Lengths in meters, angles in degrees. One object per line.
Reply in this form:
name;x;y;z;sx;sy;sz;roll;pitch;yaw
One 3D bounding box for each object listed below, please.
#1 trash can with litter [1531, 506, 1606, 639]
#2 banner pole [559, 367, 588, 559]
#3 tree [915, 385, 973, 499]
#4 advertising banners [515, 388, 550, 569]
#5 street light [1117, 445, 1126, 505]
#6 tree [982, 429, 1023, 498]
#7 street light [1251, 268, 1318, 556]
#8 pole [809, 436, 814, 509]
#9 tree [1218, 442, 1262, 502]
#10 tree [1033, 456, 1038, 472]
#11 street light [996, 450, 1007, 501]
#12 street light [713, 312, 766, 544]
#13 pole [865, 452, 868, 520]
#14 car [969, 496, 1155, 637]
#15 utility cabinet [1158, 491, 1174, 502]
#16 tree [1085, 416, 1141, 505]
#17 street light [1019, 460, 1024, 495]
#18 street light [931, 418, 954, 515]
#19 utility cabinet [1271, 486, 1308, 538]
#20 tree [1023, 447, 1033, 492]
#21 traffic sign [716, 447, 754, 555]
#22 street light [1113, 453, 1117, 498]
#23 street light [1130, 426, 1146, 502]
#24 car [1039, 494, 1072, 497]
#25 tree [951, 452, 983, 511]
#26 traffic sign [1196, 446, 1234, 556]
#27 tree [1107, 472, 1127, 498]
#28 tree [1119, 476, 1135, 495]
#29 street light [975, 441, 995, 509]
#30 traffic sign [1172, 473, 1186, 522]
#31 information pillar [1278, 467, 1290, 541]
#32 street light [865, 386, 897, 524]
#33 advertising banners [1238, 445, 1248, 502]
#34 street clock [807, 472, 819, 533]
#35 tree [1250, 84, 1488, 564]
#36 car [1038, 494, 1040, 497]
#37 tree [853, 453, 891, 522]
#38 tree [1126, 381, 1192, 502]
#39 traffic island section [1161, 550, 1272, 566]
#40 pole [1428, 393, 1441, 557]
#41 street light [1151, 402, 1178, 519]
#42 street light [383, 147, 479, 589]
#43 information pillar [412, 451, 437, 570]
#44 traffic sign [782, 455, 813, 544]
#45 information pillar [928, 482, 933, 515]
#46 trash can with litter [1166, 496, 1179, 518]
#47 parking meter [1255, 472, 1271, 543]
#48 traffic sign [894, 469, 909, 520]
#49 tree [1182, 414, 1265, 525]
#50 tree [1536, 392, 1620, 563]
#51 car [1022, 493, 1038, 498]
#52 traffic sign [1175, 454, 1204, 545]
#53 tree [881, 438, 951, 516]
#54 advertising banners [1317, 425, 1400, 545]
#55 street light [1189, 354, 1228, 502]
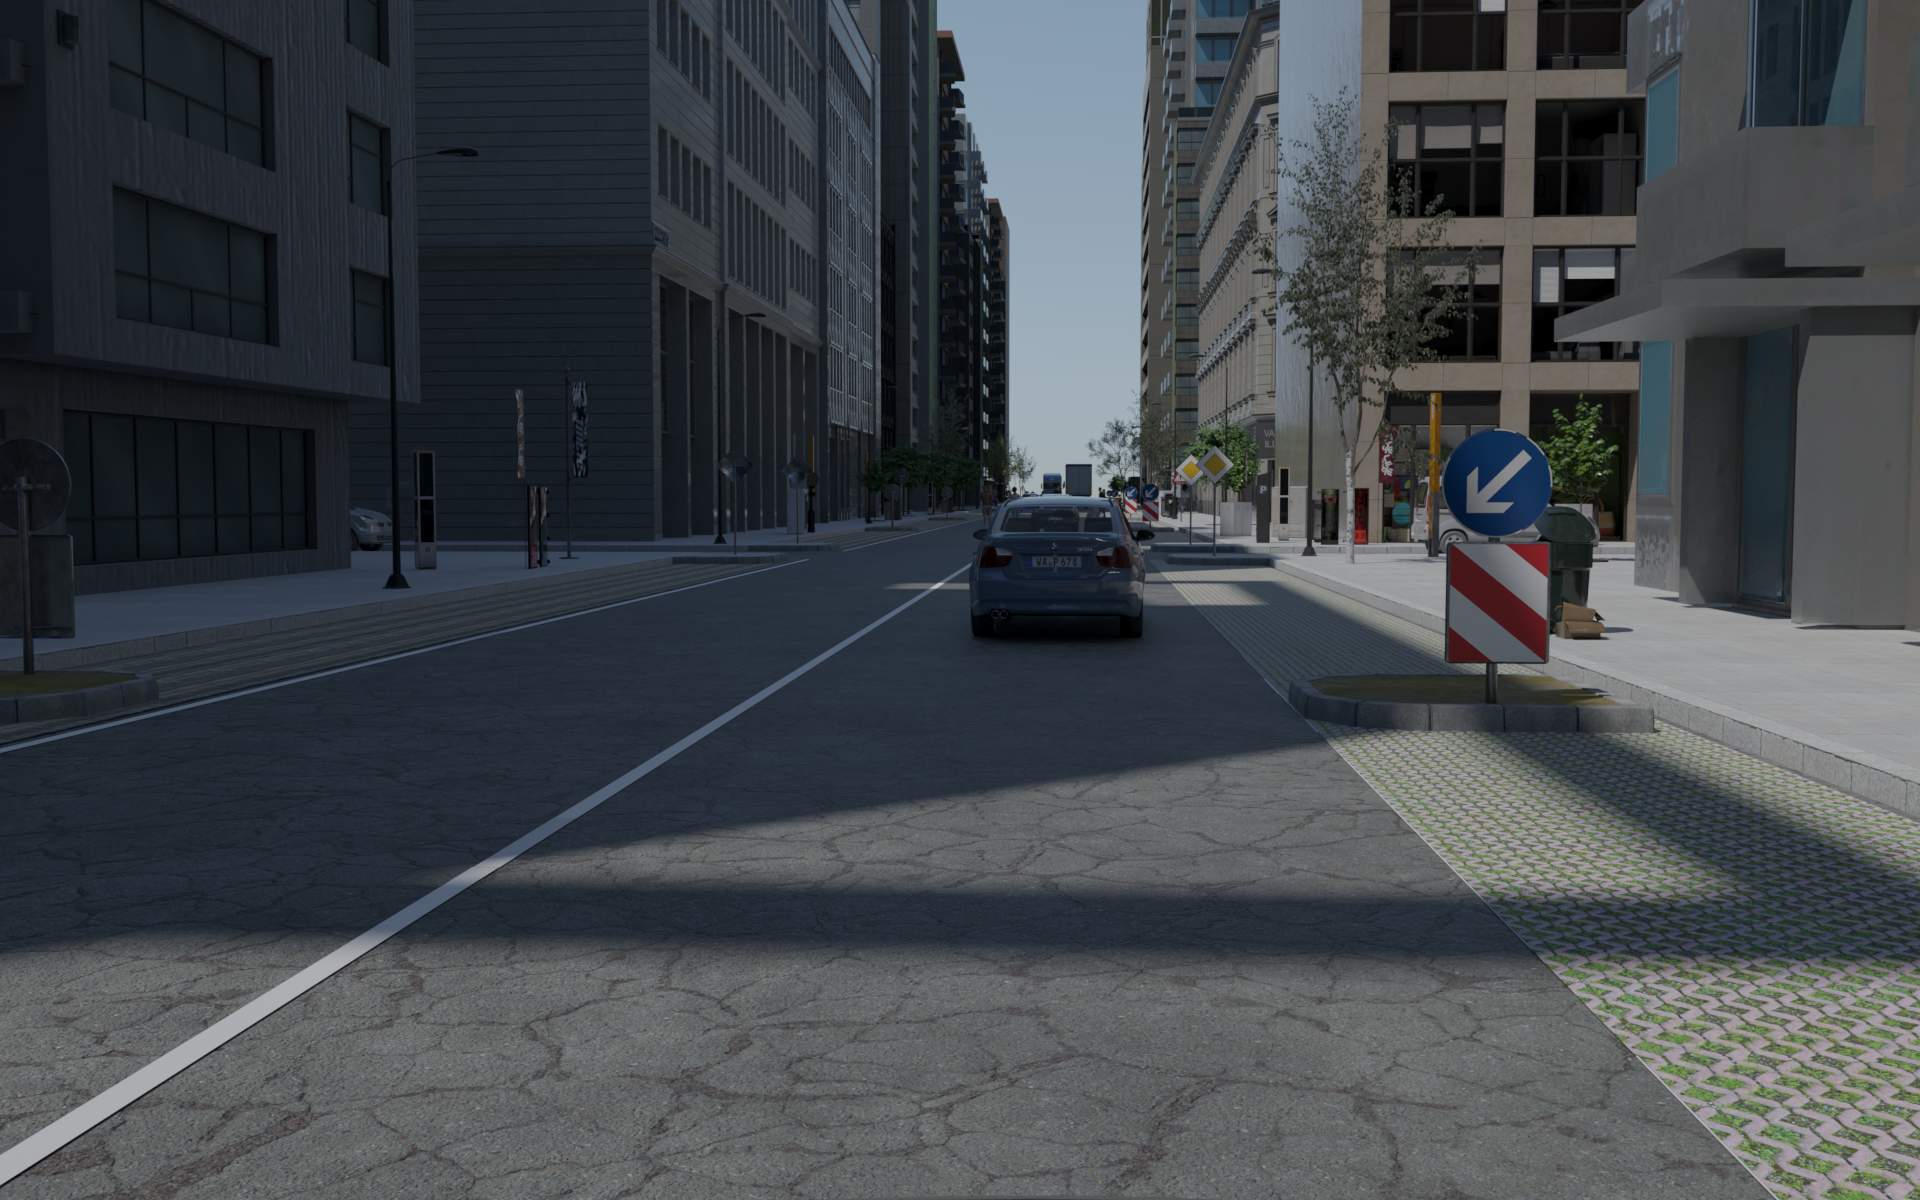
trash can with litter;5.576;-0.262;15.669;0.624;1.170;1.055;0;4;-1
banner pole;-7.573;-2.695;34.080;0.863;3.779;0.401;3;5;40
tree;-1.044;-10.234;117.680;4.360;8.622;3.978;0;3;0
advertising banners;-7.346;-2.052;29.730;0.090;3.025;2.074;0;4;0
street light;15.970;-11.745;164.568;1.470;5.913;1.316;0;4;4
tree;3.973;-14.930;194.465;4.737;8.622;4.395;0;3;0
street light;6.686;-3.863;35.700;1.470;5.913;1.316;0;4;4
pole;-5.230;-4.108;61.009;0.158;3.312;0.155;0;3;0
tree;10.292;-4.297;64.855;1.663;3.219;1.824;0;3;0
tree;9.204;-18.730;256.589;4.737;8.622;4.395;0;3;0
street light;4.202;-12.835;182.388;1.470;5.913;1.316;0;4;4
street light;-5.649;-4.399;44.473;1.470;5.913;1.316;0;4;4
pole;-4.483;-5.489;83.590;0.158;3.312;0.155;0;3;0
car;1.098;-0.407;18.663;2.014;1.417;4.499;0;4;5
utility cabinet;13.924;-6.652;117.440;1.173;1.500;0.318;2;4;28
tree;19.276;-16.582;205.527;8.767;10.594;7.601;-3;5;-40
street light;8.016;-16.075;235.366;1.470;5.913;1.316;0;4;4
street light;-1.169;-8.145;105.713;1.470;5.913;1.316;0;4;4
utility cabinet;9.642;-2.556;50.471;1.173;1.500;0.318;3;5;45
tree;5.813;-16.016;212.224;4.737;8.622;4.395;0;3;0
traffic sign;-4.749;-2.015;36.585;0.795;2.450;0.064;0;4;4
street light;18.055;-13.606;194.998;1.470;5.913;1.316;0;4;4
street light;12.534;-8.916;118.315;1.470;5.913;1.316;0;4;4
car;3.527;-3.300;63.738;2.009;1.686;4.222;0;4;4
tree;-1.650;-7.909;113.018;4.285;4.588;4.351;0;3;0
traffic sign;5.268;-1.970;35.851;0.795;2.450;0.064;0;4;4
tree;23.848;-16.925;260.439;4.285;4.588;4.351;0;3;0
tree;18.152;-11.700;185.888;1.663;3.219;1.824;0;3;0
street light;2.047;-10.974;151.962;1.470;5.913;1.316;0;4;4
traffic sign;10.158;-4.862;79.498;0.884;2.594;0.081;1;4;10
information pillar;8.894;-2.632;47.522;0.304;2.012;0.304;1;4;11
street light;-3.400;-6.260;74.891;1.470;5.913;1.316;0;4;4
advertising banners;9.995;-3.973;61.144;0.090;3.025;2.074;1;4;17
street clock;-4.958;-3.247;57.652;0.471;2.002;0.358;-3;5;-40
tree;7.196;-4.958;31.429;4.360;8.622;3.978;0;3;0
car;6.941;-9.034;159.708;2.014;1.417;4.499;0;4;3
tree;-3.905;-5.292;81.125;1.663;3.219;1.824;0;3;0
tree;12.799;-9.893;112.113;4.360;8.622;3.978;0;3;0
traffic island section;5.292;-0.835;35.926;2.009;0.180;2.903;0;4;4
pole;9.622;-2.524;35.110;0.158;3.312;0.155;0;3;0
street light;10.371;-7.055;87.890;1.470;5.913;1.316;0;4;4
street light;-7.123;-3.108;23.351;1.470;5.913;1.316;0;4;4
information pillar;-9.119;-1.530;29.506;0.304;2.012;0.304;-2;4;-31
traffic sign;-4.179;-2.502;44.550;0.795;2.450;0.064;0;4;4
information pillar;-1.809;-6.142;104.910;0.304;2.012;0.304;0;4;-1
trash can with litter;11.280;-4.965;92.567;0.624;1.170;1.055;-1;4;-17
parking meter;7.929;-2.427;45.395;0.399;1.863;0.255;1;4;10
traffic sign;-2.942;-5.277;86.392;0.768;2.556;0.104;1;4;9
tree;10.843;-5.369;71.504;4.285;4.588;4.351;0;3;0
tree;11.845;-2.346;32.957;1.663;3.219;1.824;0;3;0
car;5.542;-7.767;136.581;1.945;1.707;3.694;0;4;2
traffic sign;5.838;-2.457;43.816;0.795;2.450;0.064;0;4;4
tree;-3.194;-7.137;100.407;4.285;4.588;4.351;0;3;0
advertising banners;10.035;-2.900;43.601;2.074;3.025;0.090;0;4;-4
street light;8.287;-5.194;57.460;1.470;5.913;1.316;0;4;4
